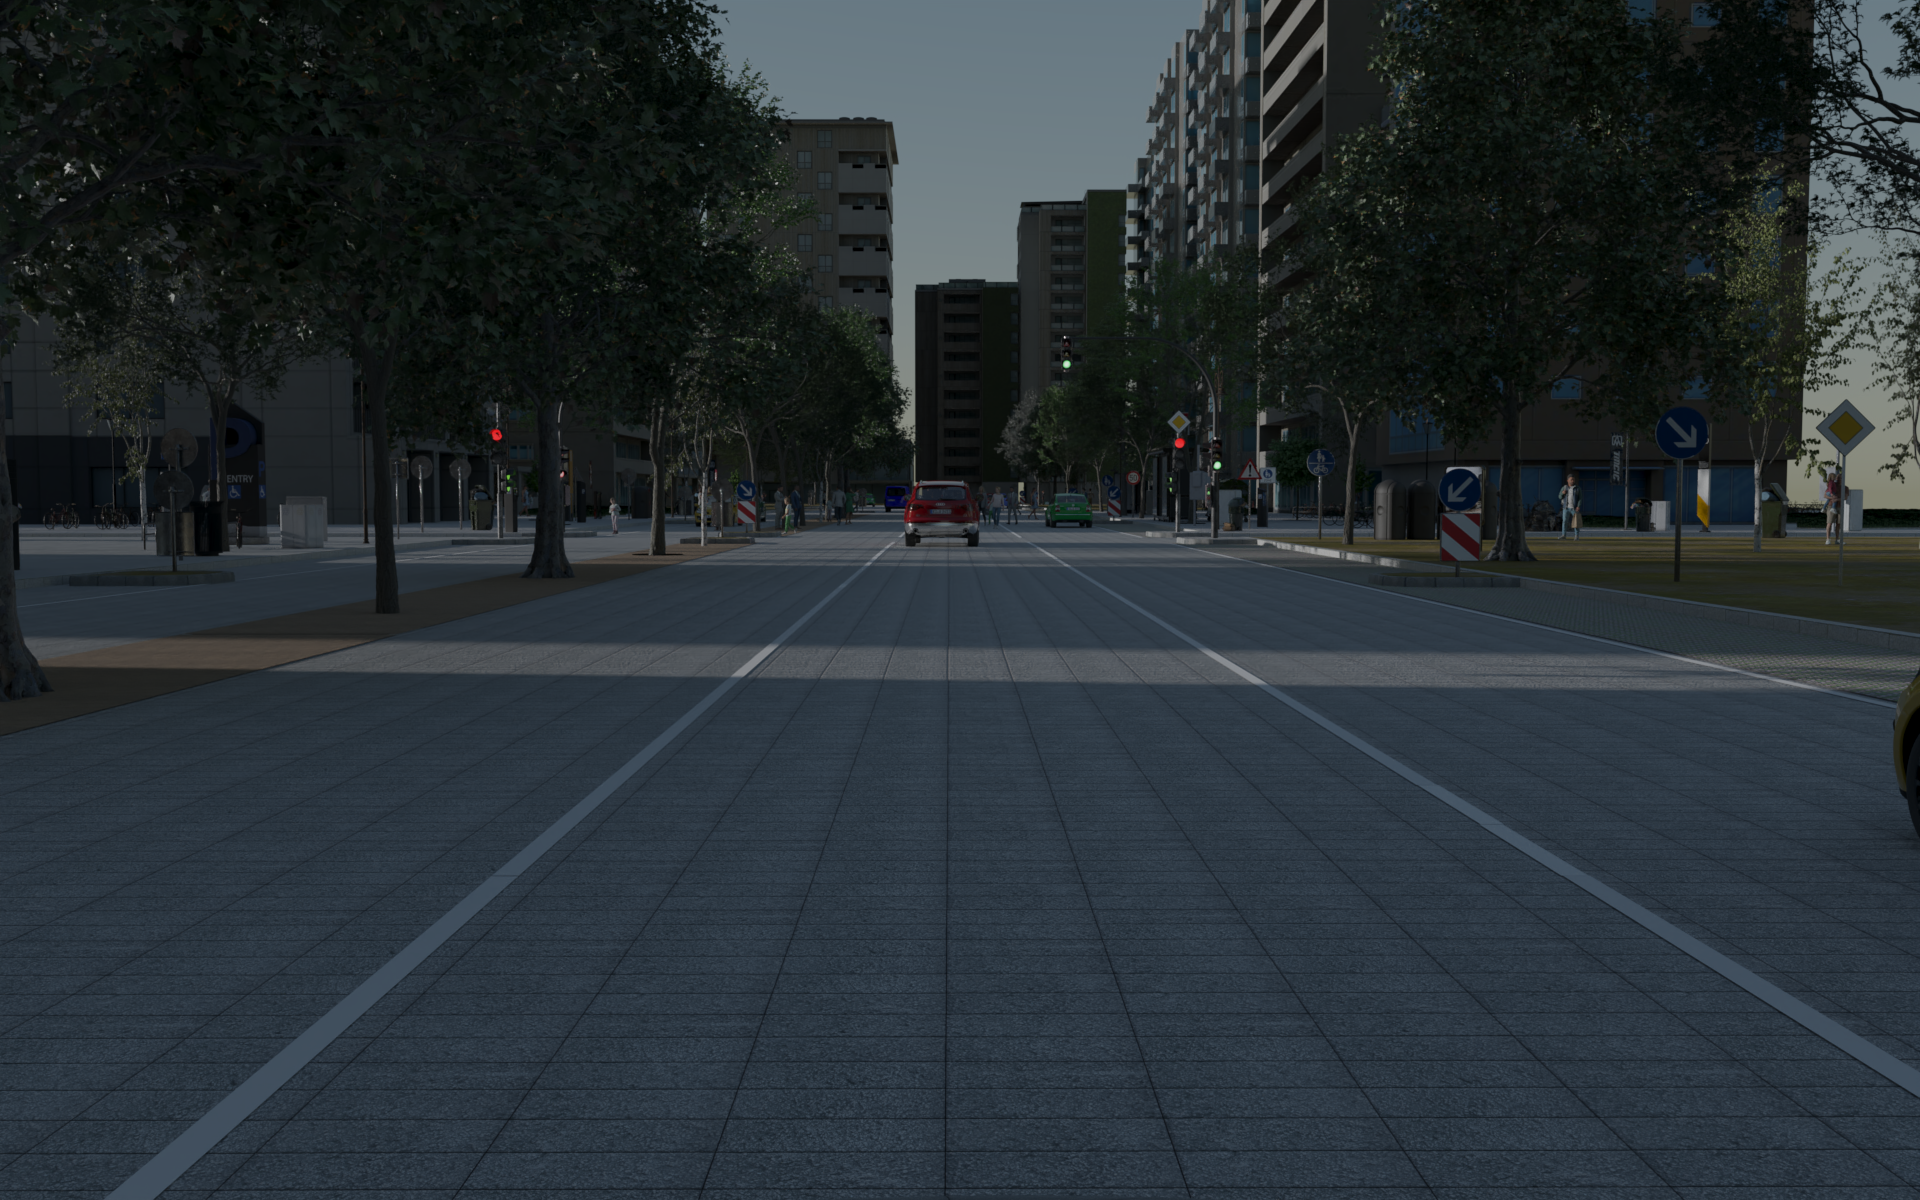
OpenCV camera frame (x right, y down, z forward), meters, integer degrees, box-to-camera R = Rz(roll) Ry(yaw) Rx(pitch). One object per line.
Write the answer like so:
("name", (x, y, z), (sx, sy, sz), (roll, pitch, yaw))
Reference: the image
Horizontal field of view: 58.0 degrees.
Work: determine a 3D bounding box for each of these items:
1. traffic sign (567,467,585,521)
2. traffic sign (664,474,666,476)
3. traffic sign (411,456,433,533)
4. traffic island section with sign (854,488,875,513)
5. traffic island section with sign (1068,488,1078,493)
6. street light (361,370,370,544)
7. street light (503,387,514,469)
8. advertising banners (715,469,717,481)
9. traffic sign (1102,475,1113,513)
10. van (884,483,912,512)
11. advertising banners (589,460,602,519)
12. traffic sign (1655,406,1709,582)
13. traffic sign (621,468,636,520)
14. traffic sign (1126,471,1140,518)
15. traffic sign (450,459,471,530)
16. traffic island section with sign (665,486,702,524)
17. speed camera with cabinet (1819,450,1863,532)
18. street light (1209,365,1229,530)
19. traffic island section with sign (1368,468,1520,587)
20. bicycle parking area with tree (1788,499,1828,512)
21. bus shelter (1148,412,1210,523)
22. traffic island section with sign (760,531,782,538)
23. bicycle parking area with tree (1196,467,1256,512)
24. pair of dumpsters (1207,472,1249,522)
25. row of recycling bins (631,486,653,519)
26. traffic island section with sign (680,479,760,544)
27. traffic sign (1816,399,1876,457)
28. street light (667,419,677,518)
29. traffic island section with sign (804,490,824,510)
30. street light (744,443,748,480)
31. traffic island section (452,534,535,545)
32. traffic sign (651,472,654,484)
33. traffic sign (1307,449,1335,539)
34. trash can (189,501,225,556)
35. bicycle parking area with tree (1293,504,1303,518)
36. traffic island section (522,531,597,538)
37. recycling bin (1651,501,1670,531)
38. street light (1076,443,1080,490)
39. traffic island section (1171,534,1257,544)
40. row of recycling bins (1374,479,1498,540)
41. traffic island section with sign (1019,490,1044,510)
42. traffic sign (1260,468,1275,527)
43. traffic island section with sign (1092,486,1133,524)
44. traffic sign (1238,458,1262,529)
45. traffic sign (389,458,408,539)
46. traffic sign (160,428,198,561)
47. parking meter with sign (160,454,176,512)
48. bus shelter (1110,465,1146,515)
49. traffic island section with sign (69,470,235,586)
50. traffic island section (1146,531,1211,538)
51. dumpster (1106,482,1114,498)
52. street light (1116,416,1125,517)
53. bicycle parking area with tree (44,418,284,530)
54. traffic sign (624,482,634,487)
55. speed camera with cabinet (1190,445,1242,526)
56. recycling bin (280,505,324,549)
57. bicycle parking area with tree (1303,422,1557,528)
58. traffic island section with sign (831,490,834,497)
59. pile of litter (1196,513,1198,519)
("traffic sign", (-18.280, -5.036, 82.340), (0.884, 2.594, 0.081), (0, 4, 5))
("traffic sign", (-18.670, -6.635, 108.580), (0.768, 2.556, 0.104), (0, 4, 8))
("traffic sign", (-17.928, -3.521, 57.680), (0.768, 2.556, 0.104), (1, 4, 8))
("traffic island section with sign", (-7.519, -7.638, 133.021), (2.006, 1.907, 1.989), (0, 4, 0))
("traffic island section with sign", (7.053, -6.230, 110.481), (1.989, 1.847, 2.006), (0, 4, 0))
("street light", (-15.378, -4.396, 44.665), (0.468, 5.910, 1.993), (0, 4, 0))
("street light", (-15.386, -5.269, 58.937), (0.468, 5.910, 1.993), (0, 4, 0))
("advertising banners", (-17.622, -7.791, 123.573), (0.090, 3.025, 2.074), (-1, 4, -23))
("traffic sign", (9.811, -7.041, 115.223), (0.768, 2.556, 0.104), (0, 4, 7))
("van", (-4.905, -8.142, 137.503), (2.240, 2.365, 5.245), (0, 4, 1))
("advertising banners", (-18.758, -5.682, 89.083), (0.090, 3.025, 2.074), (-2, 4, -28))
("traffic sign", (10.502, -1.540, 25.293), (0.768, 2.556, 0.104), (0, 4, 2))
("traffic sign", (-16.295, -5.204, 85.197), (0.768, 2.556, 0.104), (0, 4, 1))
("traffic sign", (9.444, -5.771, 94.458), (0.768, 2.556, 0.104), (0, 4, 6))
("traffic sign", (-17.957, -3.802, 62.274), (0.768, 2.556, 0.104), (0, 4, 1))
("traffic island section with sign", (-13.207, -4.561, 83.200), (1.989, 1.847, 2.006), (0, 4, 0))
("speed camera with cabinet", (30.262, -3.983, 59.458), (2.038, 3.252, 0.660), (-3, 4, -38))
("street light", (9.291, -5.473, 62.277), (0.468, 5.910, 1.993), (0, 4, 0))
("traffic island section with sign", (7.550, -1.143, 27.319), (1.989, 1.847, 2.006), (0, 4, 0))
("bicycle parking area with tree", (53.606, -7.861, 115.521), (9.016, 4.147, 8.231), (1, 4, 17))
("bus shelter", (10.171, -6.394, 82.178), (2.179, 5.291, 8.768), (0, 4, 0))
("traffic island section with sign", (-7.055, -3.043, 57.884), (2.006, 1.907, 1.989), (0, 4, 0))
("bicycle parking area with tree", (19.876, -8.535, 126.548), (8.231, 4.147, 9.016), (1, 4, 22))
("pair of dumpsters", (12.406, -4.761, 80.342), (1.574, 2.255, 4.437), (0, 4, 0))
("row of recycling bins", (-16.848, -5.174, 91.701), (1.069, 1.692, 3.534), (0, 4, -4))
("traffic island section with sign", (-7.020, -2.590, 50.477), (2.006, 1.907, 1.989), (0, 4, 0))
("traffic sign", (12.289, -1.487, 24.044), (0.795, 2.593, 0.064), (0, 4, 5))
("street light", (-15.699, -7.440, 94.426), (0.468, 5.910, 1.993), (0, 4, 0))
("traffic island section with sign", (-13.667, -9.255, 159.949), (1.989, 1.847, 2.006), (0, 4, 0))
("street light", (-15.860, -9.566, 129.187), (0.468, 5.910, 1.993), (0, 4, 0))
("traffic island section", (-13.334, -1.708, 50.205), (2.009, 0.180, 2.903), (0, 4, 0))
("traffic sign", (-16.494, -5.768, 94.411), (0.768, 2.556, 0.104), (0, 4, 4))
("traffic sign", (10.174, -2.984, 48.894), (0.768, 2.556, 0.104), (0, 4, 8))
("trash can", (-15.578, -1.477, 35.800), (0.748, 1.137, 0.748), (0, 3, 0))
("bicycle parking area with tree", (22.106, -6.407, 91.755), (8.231, 4.147, 9.016), (-2, 4, -32))
("traffic island section", (-13.382, -2.196, 58.190), (2.009, 0.180, 2.903), (0, 4, 0))
("recycling bin", (24.462, -2.946, 60.721), (0.722, 1.027, 0.722), (2, 4, 30))
("street light", (8.964, -9.773, 132.574), (0.468, 5.910, 1.993), (0, 4, 0))
("traffic island section", (7.407, -1.715, 50.325), (2.009, 0.180, 2.903), (0, 4, 0))
("row of recycling bins", (13.444, -2.551, 48.825), (3.534, 1.692, 1.069), (-1, 4, -8))
("traffic island section with sign", (6.753, -9.262, 160.063), (1.989, 1.847, 2.006), (0, 4, 0))
("traffic sign", (11.818, -3.941, 66.558), (0.606, 2.300, 0.079), (0, 4, 6))
("traffic island section with sign", (7.214, -4.554, 83.090), (1.989, 1.847, 2.006), (0, 4, 0))
("traffic sign", (10.518, -3.844, 62.859), (0.884, 2.594, 0.081), (0, 4, 5))
("traffic sign", (-15.852, -2.857, 48.836), (0.606, 2.300, 0.079), (0, 4, 6))
("traffic sign", (-15.022, -2.031, 33.314), (0.768, 2.556, 0.104), (0, 4, 8))
("parking meter with sign", (-27.682, -3.936, 60.609), (0.543, 3.016, 1.738), (-2, 4, -28))
("bus shelter", (10.818, -7.126, 110.427), (2.014, 3.302, 5.546), (0, 4, 0))
("traffic island section with sign", (-12.880, -1.178, 27.885), (1.989, 1.847, 2.006), (0, 4, 0))
("traffic island section", (7.359, -2.204, 58.310), (2.009, 0.180, 2.903), (0, 4, 0))
("dumpster", (11.924, -7.888, 131.459), (1.502, 2.255, 1.985), (0, 4, 0))
("street light", (9.016, -7.608, 97.175), (0.468, 5.910, 1.993), (0, 4, 0))
("bicycle parking area with tree", (-29.453, -4.827, 65.920), (8.231, 4.147, 9.016), (1, 4, 11))
("traffic sign", (-18.515, -5.797, 96.914), (0.606, 2.300, 0.079), (0, 4, 4))
("speed camera with cabinet", (10.241, -4.589, 69.366), (2.038, 3.252, 0.660), (2, 4, 34))
("recycling bin", (-15.595, -1.743, 41.053), (0.722, 1.027, 0.722), (1, 4, 11))
("bicycle parking area with tree", (18.331, -4.874, 66.689), (9.016, 4.147, 8.231), (1, 4, 17))
("traffic island section with sign", (-13.836, -10.927, 187.281), (1.989, 1.847, 2.006), (0, 4, 0))
("pile of litter", (11.424, -4.560, 88.518), (1.719, 0.858, 1.176), (0, 4, -6))
